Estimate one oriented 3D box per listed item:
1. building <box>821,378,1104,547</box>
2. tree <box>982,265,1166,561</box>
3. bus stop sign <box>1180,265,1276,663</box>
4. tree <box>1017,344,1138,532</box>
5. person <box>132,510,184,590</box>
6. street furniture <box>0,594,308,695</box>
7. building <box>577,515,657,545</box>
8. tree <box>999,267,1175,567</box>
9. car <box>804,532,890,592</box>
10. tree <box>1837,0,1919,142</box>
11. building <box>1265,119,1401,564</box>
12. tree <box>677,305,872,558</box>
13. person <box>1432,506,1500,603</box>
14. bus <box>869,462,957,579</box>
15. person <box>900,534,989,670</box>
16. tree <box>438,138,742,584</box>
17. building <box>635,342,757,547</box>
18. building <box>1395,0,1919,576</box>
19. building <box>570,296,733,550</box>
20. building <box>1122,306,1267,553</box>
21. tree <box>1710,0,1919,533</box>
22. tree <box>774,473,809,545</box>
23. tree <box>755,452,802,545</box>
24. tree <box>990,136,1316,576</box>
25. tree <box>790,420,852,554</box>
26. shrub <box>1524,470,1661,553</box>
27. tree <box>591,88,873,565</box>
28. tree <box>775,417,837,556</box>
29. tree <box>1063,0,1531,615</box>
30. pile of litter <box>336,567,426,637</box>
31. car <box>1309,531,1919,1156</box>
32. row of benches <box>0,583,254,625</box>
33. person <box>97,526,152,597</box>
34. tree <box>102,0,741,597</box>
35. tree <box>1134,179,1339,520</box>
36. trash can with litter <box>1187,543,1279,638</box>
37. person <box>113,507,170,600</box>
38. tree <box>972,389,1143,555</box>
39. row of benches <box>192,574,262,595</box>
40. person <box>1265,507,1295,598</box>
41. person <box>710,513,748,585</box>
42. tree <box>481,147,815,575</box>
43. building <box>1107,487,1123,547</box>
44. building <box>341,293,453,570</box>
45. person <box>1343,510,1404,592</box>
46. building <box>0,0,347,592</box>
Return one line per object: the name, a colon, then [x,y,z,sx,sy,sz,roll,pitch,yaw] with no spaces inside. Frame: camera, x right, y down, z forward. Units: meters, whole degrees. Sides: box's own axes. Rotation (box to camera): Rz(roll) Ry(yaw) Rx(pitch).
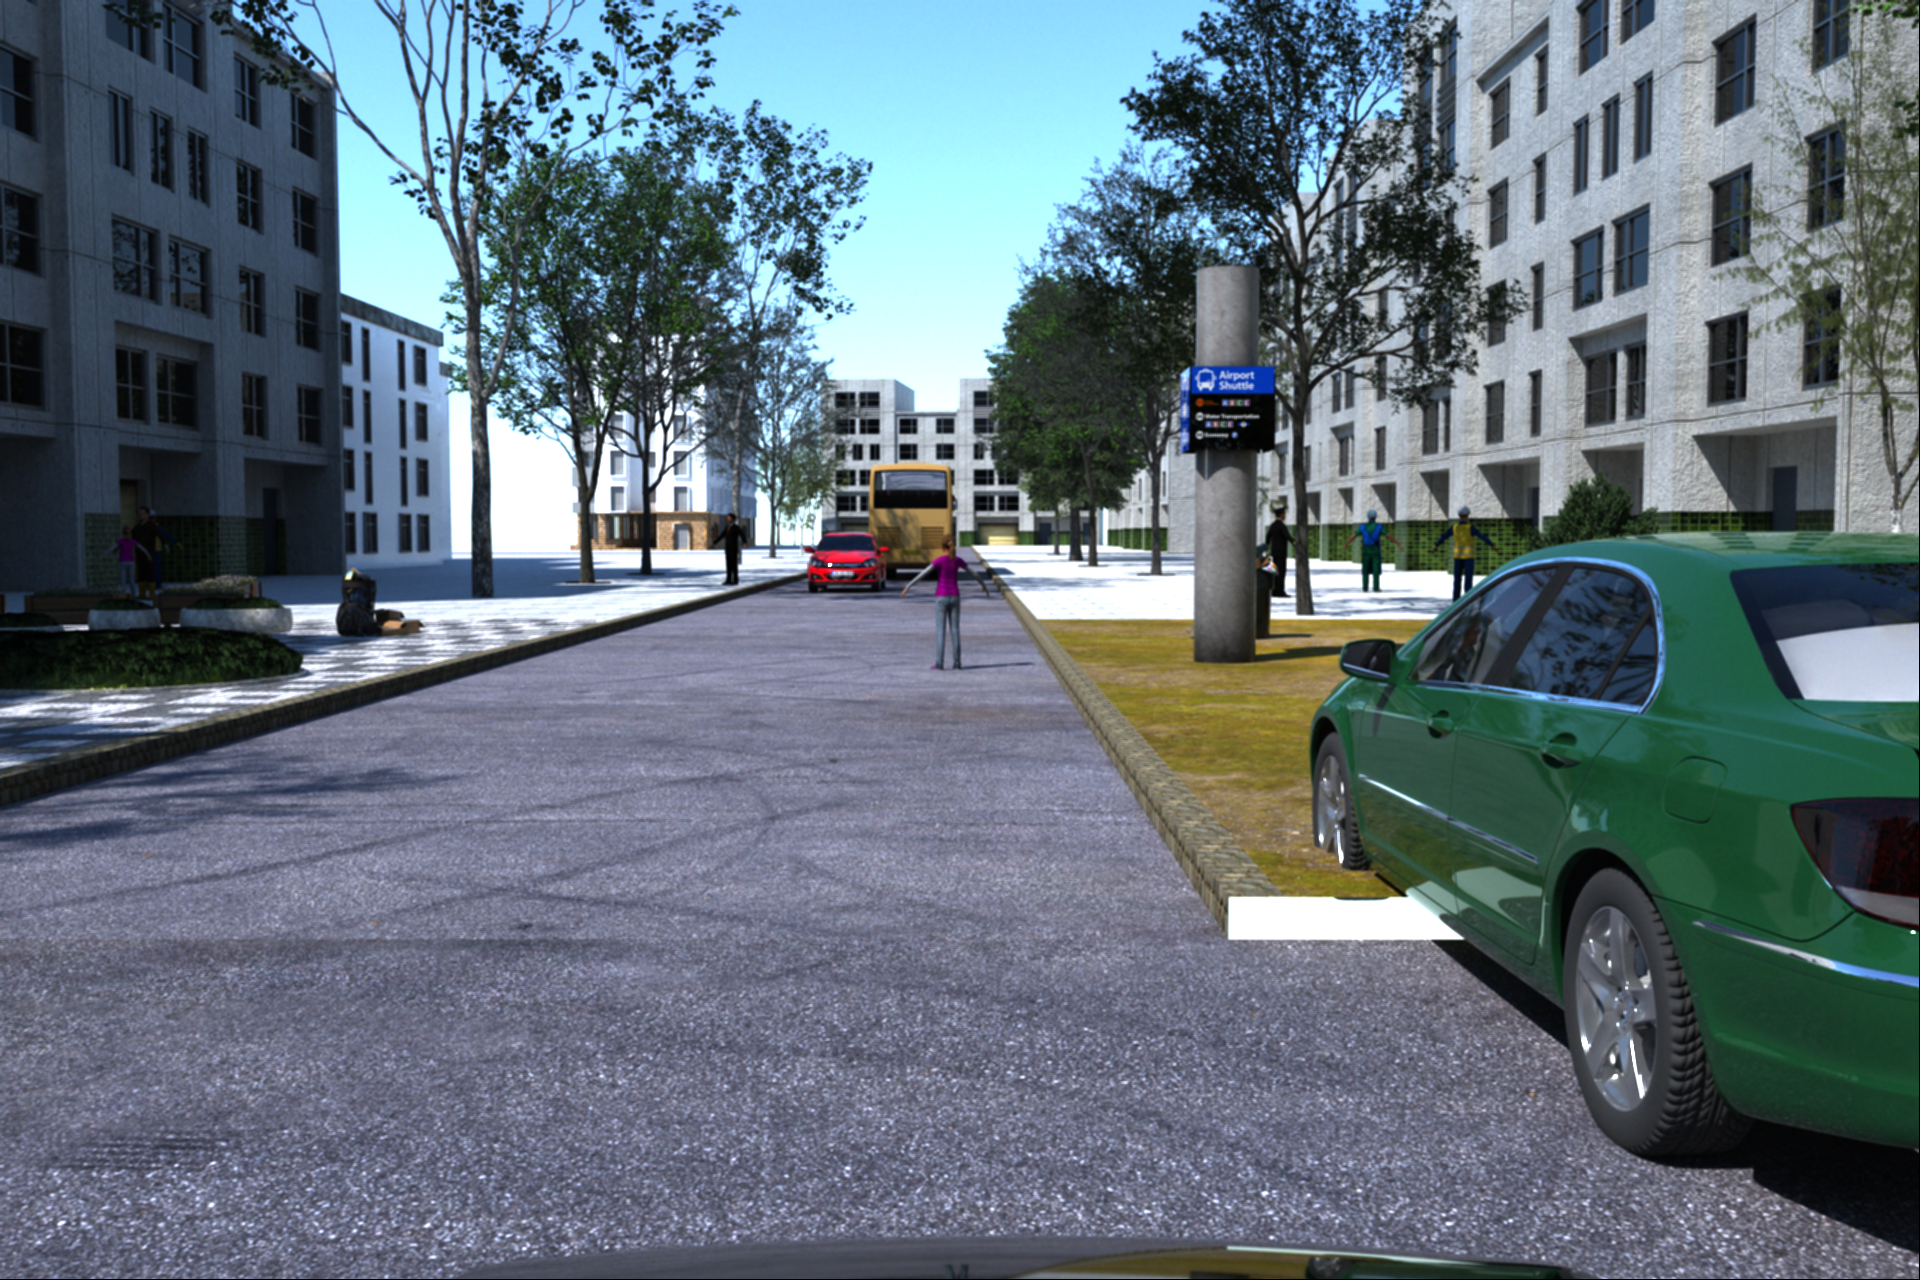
building: [0.824,-20.424,202.846,31.486,18.905,16.747,0,4,6]
tree: [5.494,-10.697,81.549,9.857,13.997,8.962,0,3,0]
bus stop sign: [2.667,-1.733,17.355,0.837,3.901,0.837,0,4,1]
tree: [6.407,-10.659,92.403,7.486,12.596,7.792,0,3,0]
person: [-18.451,-2.057,39.596,1.349,1.833,0.705,0,4,3]
street furniture: [-11.002,0.009,15.481,10.072,0.657,5.734,-1,4,-10]
building: [-27.978,-18.264,155.034,16.016,20.090,11.380,0,4,0]
tree: [5.108,-8.709,68.140,9.928,11.665,9.643,0,3,0]
car: [-2.840,-2.139,44.014,2.155,1.783,4.494,0,4,0]
tree: [10.580,-5.361,13.411,9.928,11.665,9.643,0,3,0]
building: [25.704,-13.216,82.543,16.747,18.905,31.486,0,4,0]
tree: [-9.851,-11.096,91.789,12.009,13.543,11.850,0,3,0]
person: [8.905,-1.472,30.529,1.216,1.772,0.721,2,4,35]
bus: [-1.525,-4.091,58.427,2.896,3.916,12.252,0,4,0]
person: [-0.148,-0.404,18.327,0.991,1.433,0.599,-1,4,-20]
tree: [-9.605,-7.278,44.752,9.928,11.665,9.643,0,3,0]
building: [-26.836,-19.309,172.121,16.016,20.090,11.380,0,4,1]
building: [23.807,-10.943,45.374,16.747,18.905,31.486,0,4,0]
building: [-24.830,-17.267,138.741,16.016,20.090,11.380,0,4,-1]
building: [22.583,-16.379,134.257,16.747,18.905,31.486,0,4,0]
tree: [12.503,-4.424,22.688,4.360,8.622,3.978,0,3,0]
tree: [-19.070,-15.083,196.962,4.737,8.622,4.395,0,3,0]
tree: [-21.518,-16.987,203.485,9.928,11.665,9.643,0,3,0]
tree: [6.050,-8.757,53.548,12.009,13.543,11.850,0,3,0]
tree: [-9.114,-9.718,109.259,4.737,8.622,4.395,0,3,0]
shrub: [7.800,-1.058,21.344,1.661,2.075,1.752,0,3,0]
tree: [-9.921,-13.317,73.625,12.611,20.169,13.585,0,3,0]
tree: [-9.488,-9.332,102.939,4.360,8.622,3.978,0,3,0]
tree: [5.119,-5.670,27.114,7.601,10.594,8.767,0,4,-2]
pile of litter: [-7.511,-0.516,22.405,1.176,0.858,1.719,0,4,0]
car: [2.396,0.389,5.437,2.131,1.459,4.920,0,4,-1]
row of benches: [-10.724,-0.355,21.273,4.104,0.672,1.422,-1,4,-12]
person: [-15.269,-1.371,31.686,0.599,1.433,0.991,3,5,41]
tree: [-10.495,-10.860,33.447,12.611,20.169,13.585,0,3,0]
tree: [5.280,-5.264,36.431,4.360,8.622,3.978,0,3,0]
trash can with litter: [3.337,-0.602,21.236,1.055,1.170,0.624,0,4,0]
person: [-15.842,-1.682,33.631,1.346,1.812,0.704,1,4,19]
tree: [5.837,-11.866,104.386,12.009,13.543,11.850,0,3,0]
row of benches: [-10.729,-0.604,25.337,1.422,0.672,4.104,-1,4,-17]
person: [6.497,-1.783,35.081,0.705,1.837,1.347,-1,4,-20]
person: [-5.795,-2.299,43.773,1.347,1.806,0.705,3,5,40]
tree: [-9.768,-8.802,54.288,12.009,13.543,11.850,0,3,0]
building: [24.232,-18.667,171.659,16.747,18.905,31.486,0,4,0]
building: [-26.004,-7.951,72.147,9.099,9.664,28.070,0,3,0]
person: [9.075,-1.957,38.131,1.347,1.817,0.704,2,4,29]
building: [-27.993,-10.520,38.455,16.747,18.905,31.486,0,4,1]
